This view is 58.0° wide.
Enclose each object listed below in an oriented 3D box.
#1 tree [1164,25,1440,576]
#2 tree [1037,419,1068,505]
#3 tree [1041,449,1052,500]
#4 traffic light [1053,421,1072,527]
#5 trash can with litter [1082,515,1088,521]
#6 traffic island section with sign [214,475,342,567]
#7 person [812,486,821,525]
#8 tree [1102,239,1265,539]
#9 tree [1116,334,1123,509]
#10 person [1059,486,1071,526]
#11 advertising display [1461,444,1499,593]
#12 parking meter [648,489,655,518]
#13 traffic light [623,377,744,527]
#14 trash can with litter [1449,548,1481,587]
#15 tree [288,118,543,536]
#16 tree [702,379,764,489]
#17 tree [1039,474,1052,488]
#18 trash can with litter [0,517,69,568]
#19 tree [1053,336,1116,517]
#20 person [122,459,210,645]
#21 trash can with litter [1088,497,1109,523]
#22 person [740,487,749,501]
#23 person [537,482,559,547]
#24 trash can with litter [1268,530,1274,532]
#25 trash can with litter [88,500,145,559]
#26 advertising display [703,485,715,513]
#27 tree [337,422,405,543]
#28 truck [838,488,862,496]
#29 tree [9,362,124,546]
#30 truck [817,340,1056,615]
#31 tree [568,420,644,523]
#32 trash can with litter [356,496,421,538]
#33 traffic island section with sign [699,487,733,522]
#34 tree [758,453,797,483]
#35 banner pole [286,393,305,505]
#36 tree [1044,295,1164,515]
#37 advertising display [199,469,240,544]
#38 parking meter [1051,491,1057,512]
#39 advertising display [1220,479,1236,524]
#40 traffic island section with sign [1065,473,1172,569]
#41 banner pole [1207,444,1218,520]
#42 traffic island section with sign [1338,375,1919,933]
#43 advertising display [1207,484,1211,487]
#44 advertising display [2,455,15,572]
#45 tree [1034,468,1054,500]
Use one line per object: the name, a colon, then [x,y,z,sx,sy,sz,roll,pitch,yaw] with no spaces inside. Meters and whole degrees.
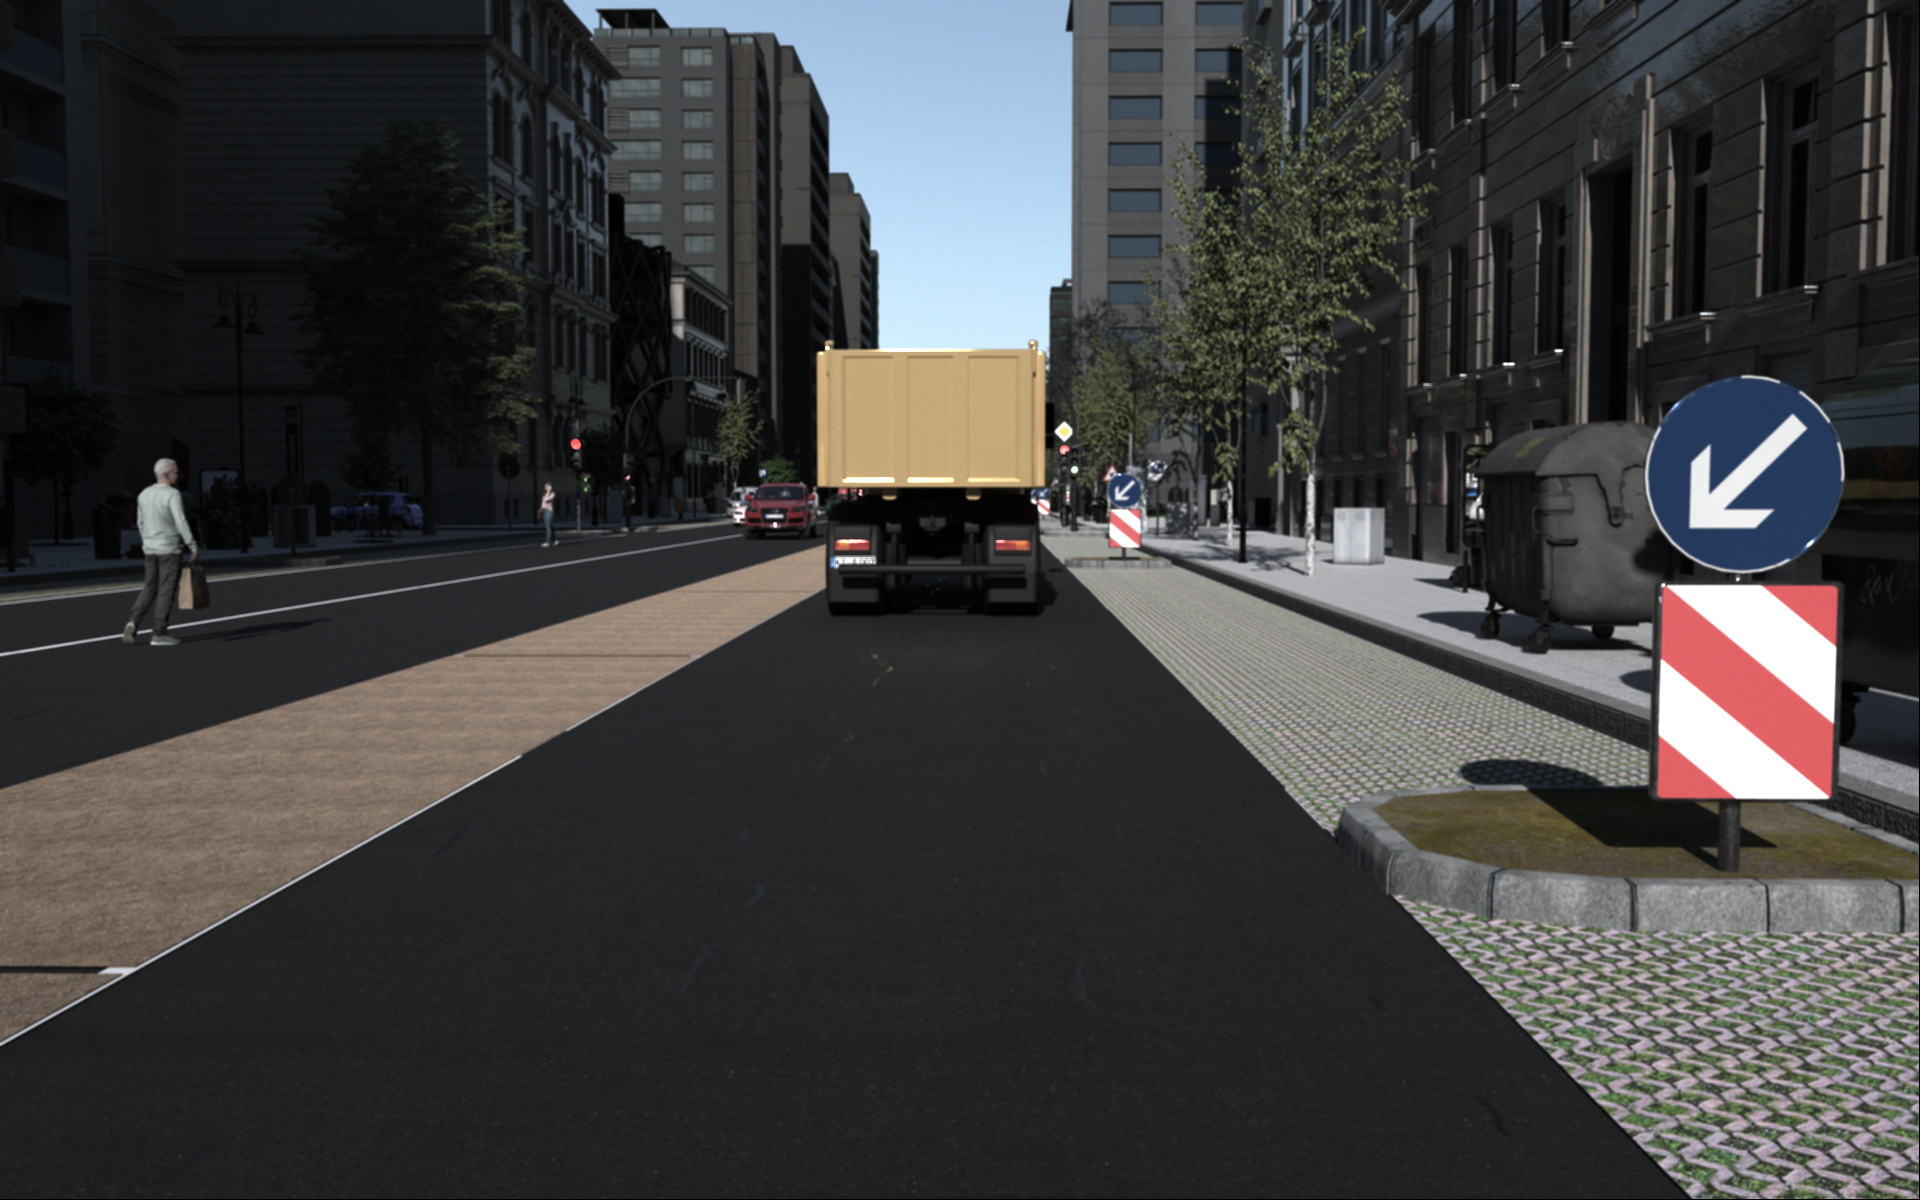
tree: [5.257,-4.686,26.977,4.737,8.622,4.395,0,3,0]
tree: [9.316,-17.187,206.761,9.928,11.665,9.643,0,3,0]
tree: [7.560,-8.773,93.794,4.737,8.622,4.395,0,3,0]
traffic light: [4.012,-4.775,66.985,0.839,4.253,0.868,0,4,1]
trash can with litter: [6.248,-4.287,81.487,1.055,1.170,0.624,1,4,12]
traffic island section with sign: [-13.575,-1.598,34.757,1.989,1.847,2.006,0,4,1]
person: [-6.673,-4.300,79.165,0.624,1.780,0.694,-2,4,-29]
tree: [6.456,-6.033,49.004,4.360,8.622,3.978,0,3,0]
tree: [6.396,-5.625,42.326,4.737,8.622,4.395,0,3,0]
person: [4.259,-3.731,69.924,0.576,1.772,0.534,-1,4,-18]
advertising display: [7.006,-1.054,22.452,0.974,1.923,0.123,0,4,7]
parking meter: [-16.268,-5.069,91.288,0.372,1.533,0.369,0,3,0]
traffic light: [-10.803,-5.665,67.295,4.771,5.953,1.251,0,4,1]
trash can with litter: [7.132,-0.770,23.978,0.624,1.170,1.055,-1,4,-16]
tree: [-16.855,-8.258,53.154,7.486,12.596,7.792,0,3,0]
tree: [-14.479,-9.816,110.848,4.737,8.622,4.395,0,3,0]
tree: [8.365,-10.575,167.502,1.663,3.219,1.824,0,3,0]
trash can with litter: [-17.135,-1.212,30.876,2.233,1.210,1.678,3,4,37]
tree: [6.666,-7.810,78.053,4.737,8.622,4.395,0,3,0]
person: [-7.505,-0.452,16.379,0.782,1.767,0.515,2,4,24]
trash can with litter: [6.311,-3.955,76.059,0.624,1.170,1.055,3,5,43]
person: [-11.594,-5.213,93.991,0.793,1.790,0.793,0,4,-4]
person: [-11.255,-2.350,47.519,0.643,1.750,0.593,-3,5,-41]
trash can with litter: [11.122,-2.892,58.336,1.678,1.210,2.233,-1,4,-14]
trash can with litter: [-16.636,-1.401,34.287,1.055,1.170,0.624,-3,5,-39]
advertising display: [-17.462,-7.061,120.659,0.123,1.923,0.974,3,5,40]
tree: [-15.466,-3.139,45.923,1.663,3.219,1.824,0,3,0]
truck: [-4.978,-6.305,91.993,2.839,4.237,11.283,0,3,0]
tree: [-22.693,-3.638,43.193,4.285,4.588,4.351,0,3,0]
truck: [-0.257,-1.722,24.078,3.469,3.379,9.791,0,4,1]
tree: [-15.732,-5.694,76.815,4.285,4.588,4.351,0,3,0]
trash can with litter: [-17.110,-2.460,51.275,1.678,1.210,2.233,-3,5,-41]
traffic island section with sign: [-12.486,-4.998,90.337,1.989,1.847,2.006,0,4,1]
tree: [-14.639,-9.523,139.412,4.285,4.588,4.351,0,3,0]
banner pole: [-16.502,-3.246,43.090,0.863,3.779,0.401,2,4,34]
tree: [8.010,-11.985,106.323,12.009,13.543,11.850,0,3,0]
advertising display: [-19.141,-2.422,44.811,0.974,1.923,0.123,-3,4,-39]
parking meter: [6.687,-7.020,123.194,0.372,1.533,0.369,0,3,0]
advertising display: [11.629,-4.274,75.093,0.123,1.923,0.974,-2,4,-27]
traffic island section with sign: [3.073,-1.556,34.065,1.989,1.847,2.006,0,4,1]
banner pole: [12.654,-5.889,86.297,0.401,3.779,0.863,-1,4,-18]
traffic island section with sign: [2.530,0.126,6.572,1.989,1.847,2.006,0,4,1]
advertising display: [15.576,-6.340,108.871,0.123,1.923,0.974,2,4,28]
advertising display: [-15.788,-1.440,28.765,0.123,1.923,0.974,-2,4,-30]
tree: [8.260,-11.956,179.195,4.285,4.588,4.351,0,3,0]
